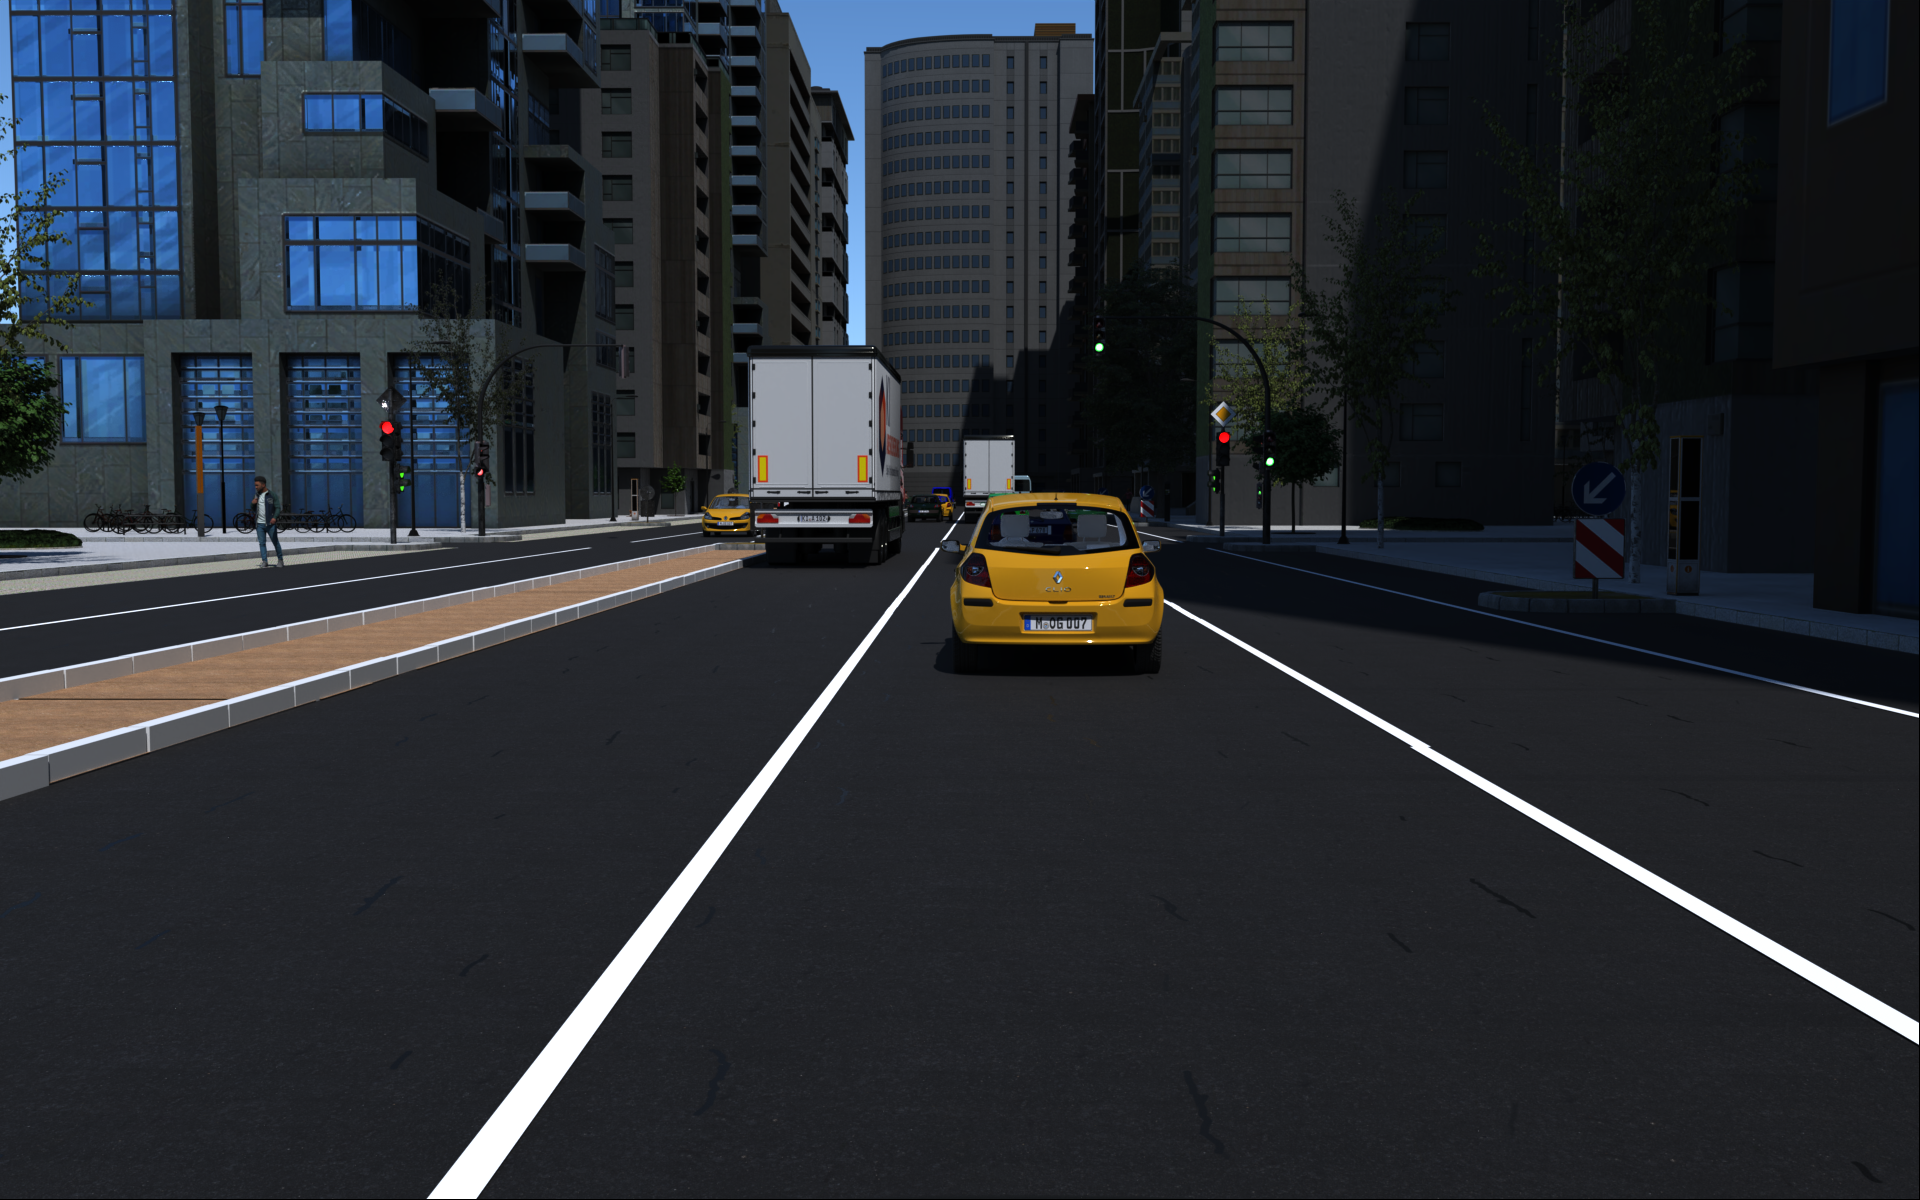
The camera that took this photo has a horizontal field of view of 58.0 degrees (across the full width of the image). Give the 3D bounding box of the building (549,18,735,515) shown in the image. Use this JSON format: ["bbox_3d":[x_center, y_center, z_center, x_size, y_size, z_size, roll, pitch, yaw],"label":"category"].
[{"bbox_3d":[-22.314,-20.646,109.264,14.160,30.474,14.107,0,4,1],"label":"building"}]

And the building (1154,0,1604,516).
[{"bbox_3d":[27.679,-25.589,110.256,32.217,40.220,23.993,0,4,1],"label":"building"}]

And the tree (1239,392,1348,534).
[{"bbox_3d":[10.780,-4.424,56.041,4.285,4.588,4.351,0,3,0],"label":"tree"}]

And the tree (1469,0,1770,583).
[{"bbox_3d":[9.475,-4.544,24.665,4.737,8.622,4.395,0,3,0],"label":"tree"}]

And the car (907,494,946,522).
[{"bbox_3d":[-1.757,-4.851,89.100,2.009,1.686,4.222,0,4,2],"label":"car"}]

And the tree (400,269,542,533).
[{"bbox_3d":[-16.331,-6.553,57.504,4.360,8.622,3.978,0,3,0],"label":"tree"}]

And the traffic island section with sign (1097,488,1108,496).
[{"bbox_3d":[8.506,-5.895,105.014,1.989,1.847,2.006,0,4,1],"label":"traffic island section with sign"}]

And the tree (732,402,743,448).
[{"bbox_3d":[-17.070,-10.369,119.889,4.737,8.622,4.395,0,3,0],"label":"tree"}]

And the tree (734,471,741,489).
[{"bbox_3d":[-16.795,-8.052,126.251,1.663,3.219,1.824,0,3,0],"label":"tree"}]

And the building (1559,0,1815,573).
[{"bbox_3d":[19.512,-16.036,33.896,14.160,30.474,14.107,0,4,1],"label":"building"}]

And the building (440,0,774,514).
[{"bbox_3d":[-26.505,-50.704,141.686,22.319,86.520,31.000,0,4,1],"label":"building"}]

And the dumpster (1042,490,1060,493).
[{"bbox_3d":[8.862,-9.822,168.803,1.865,1.857,1.264,0,4,1],"label":"dumpster"}]

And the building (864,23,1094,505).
[{"bbox_3d":[2.202,-41.526,220.950,28.212,58.520,21.231,0,4,1],"label":"building"}]

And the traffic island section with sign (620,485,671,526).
[{"bbox_3d":[-13.990,-4.202,77.338,1.989,1.847,2.006,0,4,1],"label":"traffic island section with sign"}]

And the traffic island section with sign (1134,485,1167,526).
[{"bbox_3d":[8.228,-4.234,77.846,1.989,1.847,2.006,0,4,1],"label":"traffic island section with sign"}]

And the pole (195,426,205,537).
[{"bbox_3d":[-22.735,-3.544,51.794,0.158,3.312,0.155,0,3,0],"label":"pole"}]

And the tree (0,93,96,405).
[{"bbox_3d":[-17.259,-4.832,29.360,4.737,8.622,4.395,0,3,0],"label":"tree"}]

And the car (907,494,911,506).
[{"bbox_3d":[-6.547,-11.363,197.586,2.131,1.459,4.920,0,4,2],"label":"car"}]

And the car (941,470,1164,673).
[{"bbox_3d":[0.814,-0.311,15.315,2.015,1.641,3.980,0,4,2],"label":"car"}]

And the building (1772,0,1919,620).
[{"bbox_3d":[16.084,-22.095,11.364,14.600,45.320,14.200,0,4,1],"label":"building"}]

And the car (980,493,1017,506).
[{"bbox_3d":[1.758,-3.597,67.609,1.959,1.807,4.718,0,4,1],"label":"car"}]

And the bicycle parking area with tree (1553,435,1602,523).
[{"bbox_3d":[29.358,-6.120,87.070,9.016,4.147,8.231,0,4,8],"label":"bicycle parking area with tree"}]

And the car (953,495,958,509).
[{"bbox_3d":[-1.255,-9.945,172.383,2.009,1.686,4.222,0,4,0],"label":"car"}]

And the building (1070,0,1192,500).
[{"bbox_3d":[21.314,-44.307,162.666,20.563,71.187,20.611,0,4,1],"label":"building"}]

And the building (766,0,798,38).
[{"bbox_3d":[-26.132,-33.375,169.378,21.300,48.544,21.600,0,4,1],"label":"building"}]

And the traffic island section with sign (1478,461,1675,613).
[{"bbox_3d":[7.666,-0.808,21.835,1.989,1.847,2.006,0,4,1],"label":"traffic island section with sign"}]

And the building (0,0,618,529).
[{"bbox_3d":[-28.108,-46.755,77.114,22.319,86.520,31.000,0,4,1],"label":"building"}]

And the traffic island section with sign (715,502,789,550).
[{"bbox_3d":[-5.216,-2.248,44.892,2.006,1.907,1.989,0,4,1],"label":"traffic island section with sign"}]

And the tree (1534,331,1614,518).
[{"bbox_3d":[20.332,-6.363,54.401,4.360,8.622,3.978,0,3,0],"label":"tree"}]

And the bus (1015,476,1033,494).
[{"bbox_3d":[6.129,-11.360,180.599,2.948,3.499,13.247,0,4,2],"label":"bus"}]

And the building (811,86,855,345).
[{"bbox_3d":[-26.164,-38.866,224.698,27.495,52.752,28.713,0,4,1],"label":"building"}]

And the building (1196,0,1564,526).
[{"bbox_3d":[17.303,-23.990,75.834,14.154,41.232,14.086,0,4,1],"label":"building"}]

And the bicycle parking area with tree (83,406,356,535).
[{"bbox_3d":[-25.145,-4.377,58.562,9.016,4.147,8.231,-1,4,-18],"label":"bicycle parking area with tree"}]

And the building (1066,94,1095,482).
[{"bbox_3d":[23.049,-32.632,188.149,22.147,44.769,28.867,0,4,1],"label":"building"}]

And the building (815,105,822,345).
[{"bbox_3d":[-26.791,-34.818,192.969,21.600,48.544,21.300,0,4,1],"label":"building"}]

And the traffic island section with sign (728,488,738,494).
[{"bbox_3d":[-13.706,-5.871,104.622,1.989,1.847,2.006,0,4,1],"label":"traffic island section with sign"}]

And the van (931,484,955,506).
[{"bbox_3d":[-1.586,-9.377,157.704,2.240,2.365,5.245,0,4,2],"label":"van"}]

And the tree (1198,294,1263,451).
[{"bbox_3d":[11.043,-6.883,62.904,4.737,8.622,4.395,0,3,0],"label":"tree"}]

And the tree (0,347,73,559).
[{"bbox_3d":[-19.594,-3.128,34.860,4.285,4.588,4.351,0,3,0],"label":"tree"}]

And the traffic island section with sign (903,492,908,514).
[{"bbox_3d":[-4.372,-7.296,127.434,2.006,1.907,1.989,0,4,1],"label":"traffic island section with sign"}]

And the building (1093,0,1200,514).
[{"bbox_3d":[27.409,-27.487,141.288,32.217,40.220,23.993,0,4,1],"label":"building"}]

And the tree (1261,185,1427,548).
[{"bbox_3d":[9.696,-5.523,40.672,4.737,8.622,4.395,0,3,0],"label":"tree"}]

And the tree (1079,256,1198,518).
[{"bbox_3d":[10.685,-11.320,91.737,9.857,13.997,8.962,0,3,0],"label":"tree"}]

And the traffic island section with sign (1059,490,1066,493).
[{"bbox_3d":[9.028,-8.978,155.411,1.989,1.847,2.006,0,4,1],"label":"traffic island section with sign"}]

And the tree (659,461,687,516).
[{"bbox_3d":[-16.567,-6.447,100.014,1.663,3.219,1.824,0,3,0],"label":"tree"}]

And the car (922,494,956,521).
[{"bbox_3d":[-1.231,-5.155,94.501,2.015,1.641,3.980,0,3,0],"label":"car"}]
